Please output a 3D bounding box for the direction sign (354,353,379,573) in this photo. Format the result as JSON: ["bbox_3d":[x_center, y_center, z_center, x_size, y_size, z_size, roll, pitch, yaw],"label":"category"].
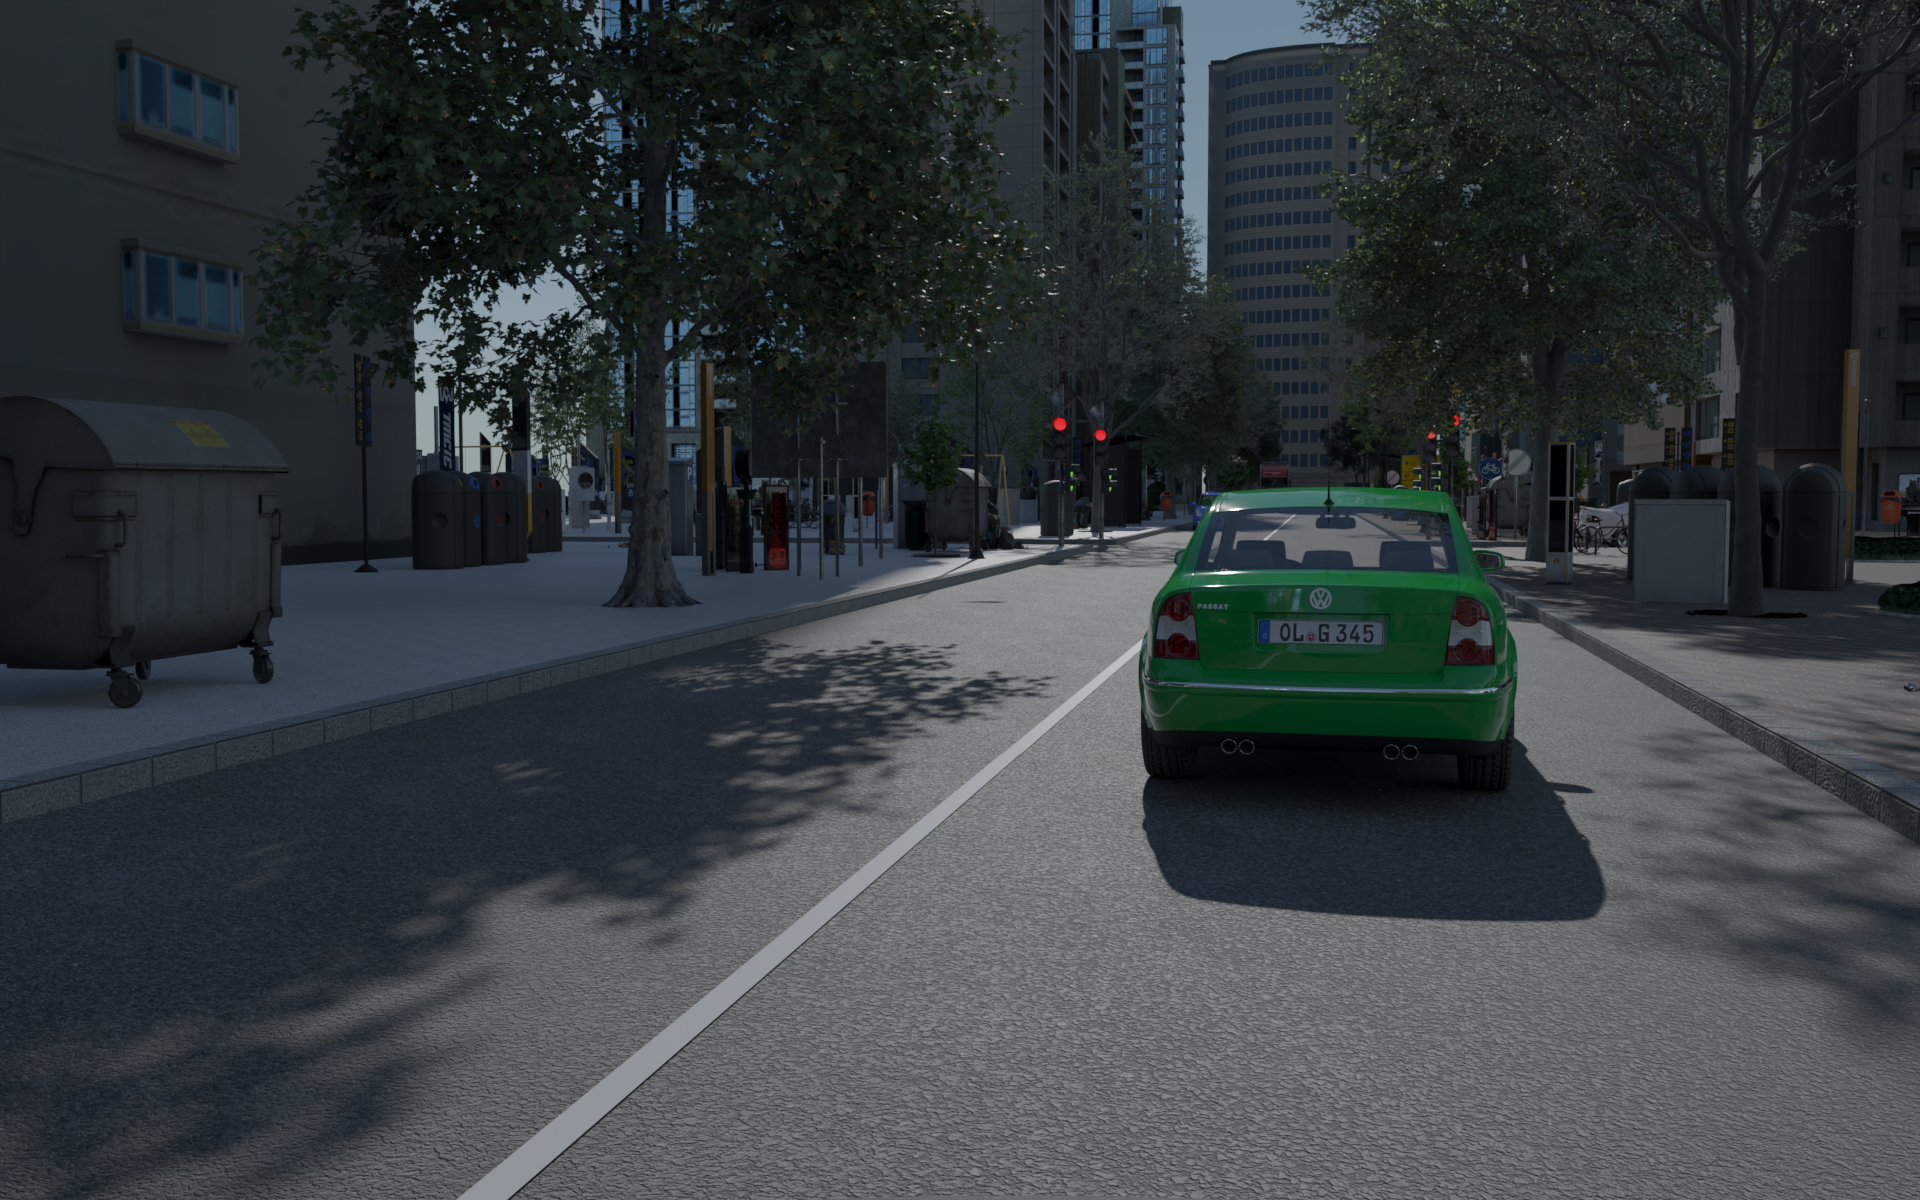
[{"bbox_3d":[-9.753,-2.224,28.356,0.379,3.537,0.876,0,4,-4],"label":"direction sign"}]

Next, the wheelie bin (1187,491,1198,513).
[{"bbox_3d":[16.078,-6.846,119.841,0.693,1.594,0.980,0,4,-5],"label":"wheelie bin"}]

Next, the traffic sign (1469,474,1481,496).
[{"bbox_3d":[22.630,-4.700,76.849,0.884,2.594,0.081,1,4,13],"label":"traffic sign"}]

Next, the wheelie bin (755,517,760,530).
[{"bbox_3d":[-6.874,-3.264,61.279,0.980,1.594,0.693,1,4,14],"label":"wheelie bin"}]

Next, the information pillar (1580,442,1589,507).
[{"bbox_3d":[28.309,-5.329,78.483,0.183,3.616,0.504,-1,4,-15],"label":"information pillar"}]

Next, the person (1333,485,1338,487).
[{"bbox_3d":[15.817,-3.932,72.965,0.419,1.800,0.721,1,4,17],"label":"person"}]

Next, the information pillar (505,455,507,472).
[{"bbox_3d":[-22.140,-5.750,85.368,0.504,3.616,0.183,-1,4,-9],"label":"information pillar"}]

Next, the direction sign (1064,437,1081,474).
[{"bbox_3d":[4.388,-4.698,68.811,0.876,3.537,0.379,1,4,18],"label":"direction sign"}]

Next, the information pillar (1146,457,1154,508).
[{"bbox_3d":[10.819,-6.563,98.660,0.504,3.616,0.183,-1,4,-16],"label":"information pillar"}]

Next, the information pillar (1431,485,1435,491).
[{"bbox_3d":[17.117,-3.582,63.053,0.304,2.012,0.304,0,4,7],"label":"information pillar"}]

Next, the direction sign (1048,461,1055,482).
[{"bbox_3d":[6.392,-7.866,120.602,0.379,3.537,0.876,2,4,34],"label":"direction sign"}]

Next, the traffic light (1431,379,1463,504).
[{"bbox_3d":[11.479,-3.158,40.561,0.839,4.253,0.868,1,4,12],"label":"traffic light"}]

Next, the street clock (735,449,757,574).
[{"bbox_3d":[-3.453,-1.432,27.988,0.358,2.002,0.471,1,4,11],"label":"street clock"}]

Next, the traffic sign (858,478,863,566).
[{"bbox_3d":[-1.766,-1.869,30.670,0.768,2.556,0.104,1,4,17],"label":"traffic sign"}]

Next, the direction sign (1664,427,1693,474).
[{"bbox_3d":[24.408,-4.094,58.933,0.876,3.537,0.379,2,4,31],"label":"direction sign"}]

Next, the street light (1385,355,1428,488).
[{"bbox_3d":[14.999,-5.220,57.892,1.470,5.913,1.316,1,4,12],"label":"street light"}]

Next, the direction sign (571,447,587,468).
[{"bbox_3d":[-18.326,-5.586,83.330,0.876,3.537,0.379,2,4,24],"label":"direction sign"}]

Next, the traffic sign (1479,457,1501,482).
[{"bbox_3d":[18.429,-3.675,60.195,0.768,2.556,0.104,1,4,21],"label":"traffic sign"}]

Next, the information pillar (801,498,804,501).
[{"bbox_3d":[-10.483,-7.465,113.412,0.504,3.616,0.183,-1,4,-8],"label":"information pillar"}]

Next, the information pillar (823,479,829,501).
[{"bbox_3d":[-6.586,-4.923,84.978,0.304,2.012,0.304,0,4,-2],"label":"information pillar"}]

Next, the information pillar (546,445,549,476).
[{"bbox_3d":[-19.504,-5.538,81.893,0.183,3.616,0.504,-1,4,-8],"label":"information pillar"}]

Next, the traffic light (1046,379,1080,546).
[{"bbox_3d":[2.505,-3.271,42.399,0.839,4.253,0.868,1,4,12],"label":"traffic light"}]

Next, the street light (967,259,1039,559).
[{"bbox_3d":[0.858,-3.765,34.093,1.470,5.913,1.316,1,4,12],"label":"street light"}]

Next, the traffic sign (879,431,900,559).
[{"bbox_3d":[-1.569,-2.095,34.354,0.768,2.556,0.104,1,4,20],"label":"traffic sign"}]

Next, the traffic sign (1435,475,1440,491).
[{"bbox_3d":[22.341,-4.851,81.442,0.606,2.300,0.079,1,4,14],"label":"traffic sign"}]

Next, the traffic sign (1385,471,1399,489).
[{"bbox_3d":[23.356,-5.721,93.641,0.768,2.556,0.104,1,4,19],"label":"traffic sign"}]

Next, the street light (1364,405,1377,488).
[{"bbox_3d":[21.632,-7.189,90.076,1.470,5.913,1.316,1,4,12],"label":"street light"}]

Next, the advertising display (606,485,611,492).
[{"bbox_3d":[-24.036,-6.919,118.338,0.123,1.923,0.974,-2,4,-24],"label":"advertising display"}]

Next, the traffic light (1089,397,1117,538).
[{"bbox_3d":[4.126,-3.749,50.218,0.839,4.253,0.868,1,4,12],"label":"traffic light"}]

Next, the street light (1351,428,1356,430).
[{"bbox_3d":[28.224,-9.141,121.997,1.470,5.913,1.316,1,4,12],"label":"street light"}]

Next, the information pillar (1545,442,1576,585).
[{"bbox_3d":[8.522,-1.229,24.580,0.304,2.012,0.304,2,4,35],"label":"information pillar"}]

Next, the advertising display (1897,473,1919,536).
[{"bbox_3d":[29.143,-2.916,52.891,0.123,1.923,0.974,-3,5,-39],"label":"advertising display"}]

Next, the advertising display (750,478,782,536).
[{"bbox_3d":[-5.981,-2.951,53.465,0.974,1.923,0.123,-1,4,-17],"label":"advertising display"}]

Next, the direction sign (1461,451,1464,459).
[{"bbox_3d":[26.506,-6.137,92.334,0.379,3.537,0.876,-2,4,-31],"label":"direction sign"}]

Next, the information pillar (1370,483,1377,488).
[{"bbox_3d":[26.816,-6.595,112.325,0.304,2.012,0.304,-2,4,-27],"label":"information pillar"}]

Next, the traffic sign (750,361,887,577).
[{"bbox_3d":[-2.213,-2.020,26.903,2.265,3.308,0.079,1,4,16],"label":"traffic sign"}]

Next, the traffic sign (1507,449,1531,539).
[{"bbox_3d":[15.725,-2.990,48.987,0.768,2.556,0.104,1,4,18],"label":"traffic sign"}]

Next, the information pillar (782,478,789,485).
[{"bbox_3d":[-10.537,-6.928,104.623,0.504,3.616,0.183,3,5,41],"label":"information pillar"}]

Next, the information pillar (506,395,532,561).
[{"bbox_3d":[-8.382,-2.553,33.100,0.504,3.616,0.183,3,5,40],"label":"information pillar"}]

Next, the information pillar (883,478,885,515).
[{"bbox_3d":[-4.616,-6.994,105.698,0.504,3.616,0.183,3,4,37],"label":"information pillar"}]

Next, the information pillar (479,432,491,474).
[{"bbox_3d":[-17.931,-4.532,65.450,0.183,3.616,0.504,2,4,35],"label":"information pillar"}]

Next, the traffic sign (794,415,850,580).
[{"bbox_3d":[-2.068,-1.577,25.789,0.884,2.594,0.081,1,4,18],"label":"traffic sign"}]

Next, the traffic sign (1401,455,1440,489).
[{"bbox_3d":[24.183,-5.902,90.373,2.265,3.308,0.079,1,4,19],"label":"traffic sign"}]

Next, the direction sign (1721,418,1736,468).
[{"bbox_3d":[23.156,-3.646,51.603,0.876,3.537,0.379,2,4,30],"label":"direction sign"}]

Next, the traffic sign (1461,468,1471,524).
[{"bbox_3d":[17.157,-3.545,59.145,0.795,2.450,0.064,1,4,17],"label":"traffic sign"}]

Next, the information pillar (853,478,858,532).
[{"bbox_3d":[-3.489,-3.321,58.782,0.304,2.012,0.304,0,4,-5],"label":"information pillar"}]

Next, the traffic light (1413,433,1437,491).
[{"bbox_3d":[13.101,-3.637,48.381,0.839,4.253,0.868,1,4,12],"label":"traffic light"}]
